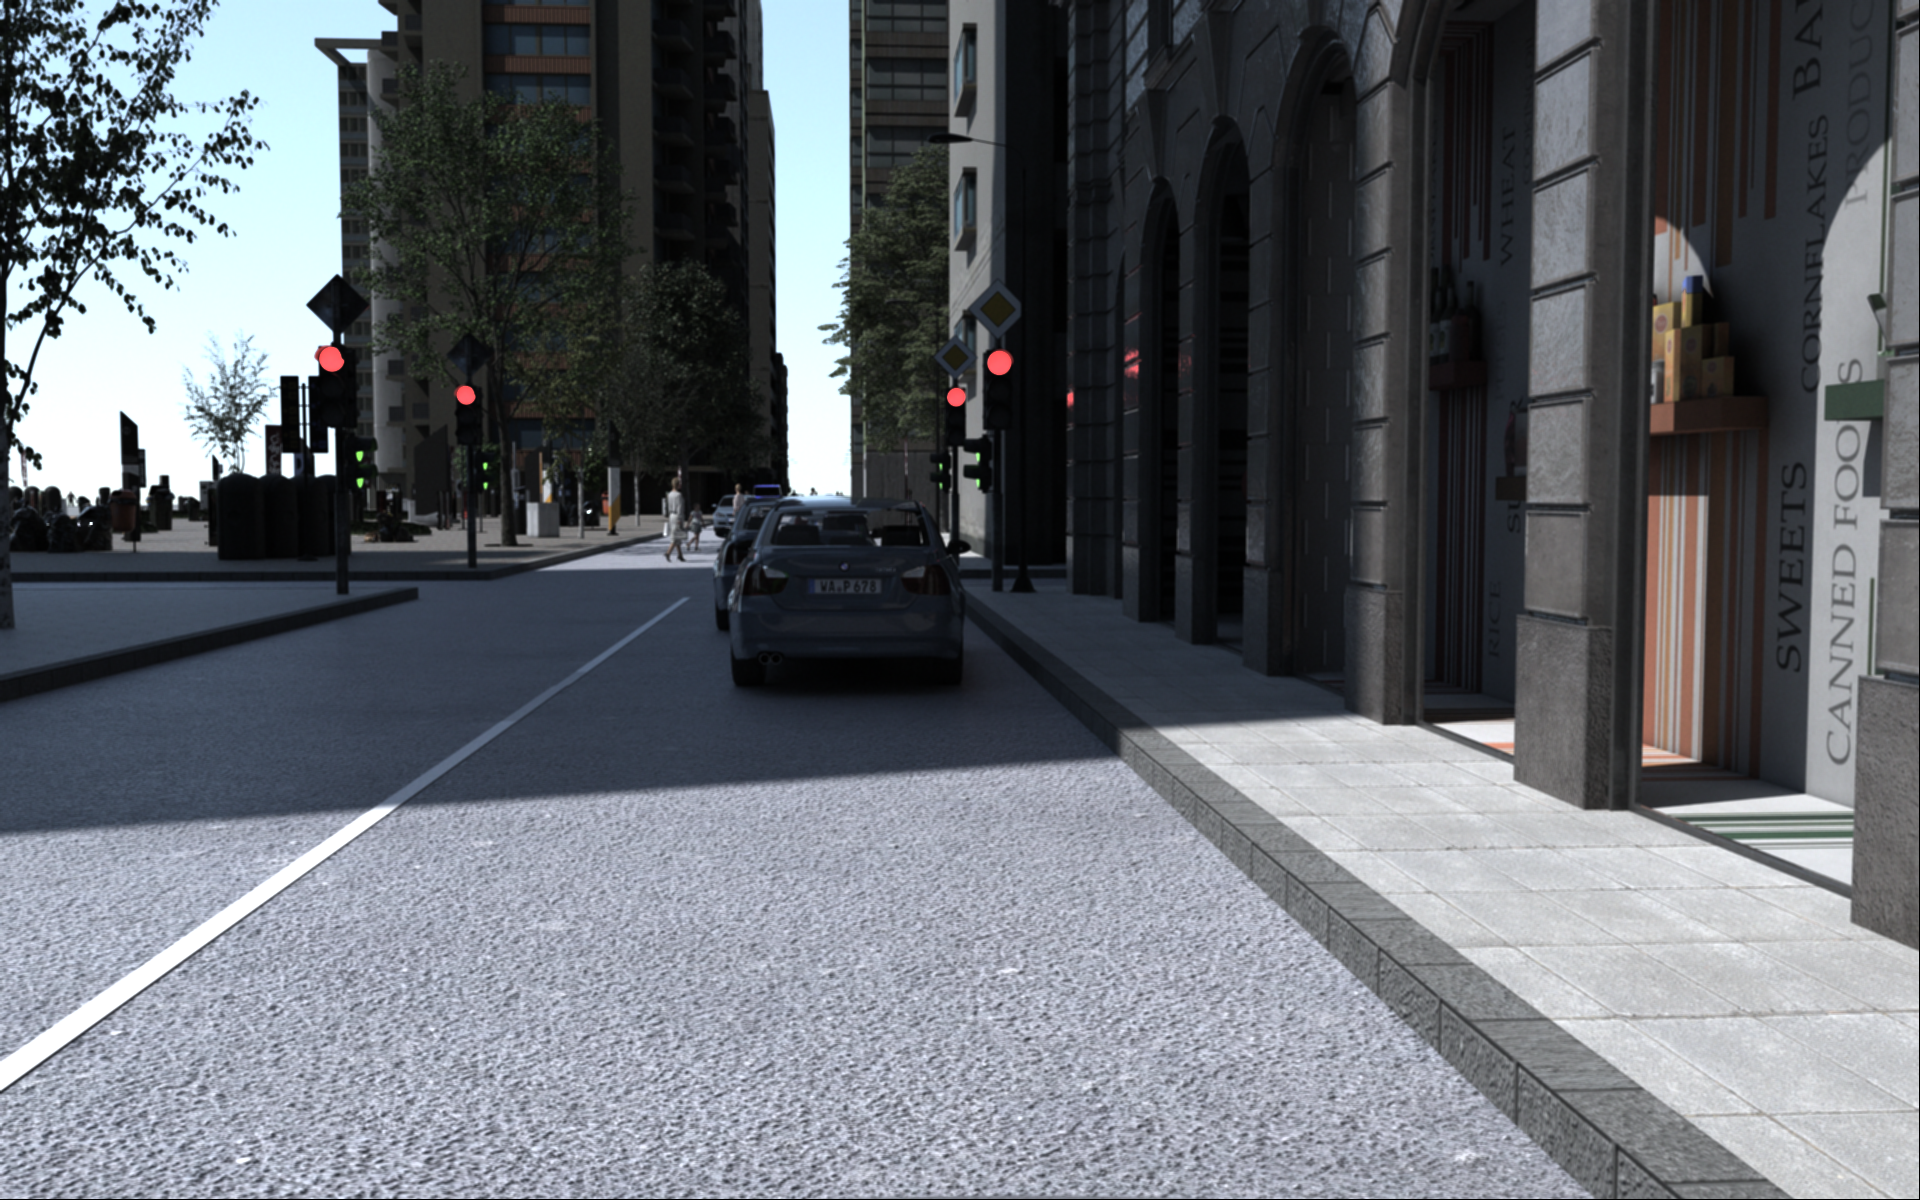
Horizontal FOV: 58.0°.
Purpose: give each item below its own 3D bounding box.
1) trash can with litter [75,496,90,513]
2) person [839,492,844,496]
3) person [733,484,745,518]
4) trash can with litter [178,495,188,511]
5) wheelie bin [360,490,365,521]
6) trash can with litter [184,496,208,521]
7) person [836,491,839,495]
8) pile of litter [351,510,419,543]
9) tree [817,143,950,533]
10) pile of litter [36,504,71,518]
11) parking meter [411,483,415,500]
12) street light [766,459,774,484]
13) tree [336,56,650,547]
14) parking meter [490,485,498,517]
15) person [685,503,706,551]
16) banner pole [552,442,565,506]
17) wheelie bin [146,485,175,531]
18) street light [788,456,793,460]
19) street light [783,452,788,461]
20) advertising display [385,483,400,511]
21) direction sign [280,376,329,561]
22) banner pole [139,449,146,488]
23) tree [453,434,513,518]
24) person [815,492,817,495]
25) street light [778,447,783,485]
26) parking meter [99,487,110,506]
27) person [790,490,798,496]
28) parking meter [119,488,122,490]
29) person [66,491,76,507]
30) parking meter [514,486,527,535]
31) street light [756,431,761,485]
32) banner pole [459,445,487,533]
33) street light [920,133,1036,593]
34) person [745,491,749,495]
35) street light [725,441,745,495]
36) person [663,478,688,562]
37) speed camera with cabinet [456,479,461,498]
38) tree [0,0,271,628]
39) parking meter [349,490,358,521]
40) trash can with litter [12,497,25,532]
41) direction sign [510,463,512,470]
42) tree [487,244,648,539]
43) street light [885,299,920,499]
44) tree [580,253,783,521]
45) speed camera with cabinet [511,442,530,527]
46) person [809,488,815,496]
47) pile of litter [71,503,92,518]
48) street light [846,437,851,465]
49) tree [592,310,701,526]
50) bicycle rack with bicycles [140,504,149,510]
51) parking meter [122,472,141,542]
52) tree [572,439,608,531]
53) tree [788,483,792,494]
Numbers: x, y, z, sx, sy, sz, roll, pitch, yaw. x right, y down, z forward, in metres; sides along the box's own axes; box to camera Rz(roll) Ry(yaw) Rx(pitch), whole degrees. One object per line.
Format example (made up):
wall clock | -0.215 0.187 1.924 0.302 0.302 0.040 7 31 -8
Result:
trash can with litter | -47.102 -5.017 93.420 0.624 1.170 1.055 1 4 16
person | -15.516 -13.323 226.863 0.617 1.759 0.750 1 4 9
person | -6.665 -2.712 53.505 0.598 1.740 0.731 1 4 11
trash can with litter | -43.536 -5.214 96.307 2.233 1.210 1.678 0 3 0
wheelie bin | -27.466 -4.332 78.732 0.693 1.594 0.980 -3 5 -44
trash can with litter | -35.907 -4.291 81.551 0.624 1.170 1.055 2 4 33
person | -17.588 -14.690 248.309 1.348 1.869 0.705 -3 5 -43
pile of litter | -15.337 -1.965 46.098 1.719 0.858 1.176 -1 4 -10
tree | -0.947 -8.481 56.785 7.486 12.596 7.792 0 3 0
pile of litter | -41.573 -3.944 78.450 1.719 0.858 1.176 0 4 1
parking meter | -25.512 -4.623 81.300 0.399 1.863 0.255 0 4 5
street light | -17.007 -10.822 149.475 1.470 5.913 1.316 0 4 -4
tree | -11.221 -7.123 42.209 9.928 11.665 9.643 0 3 0
parking meter | -26.222 -5.615 97.521 0.399 1.863 0.255 1 4 22
person | -6.674 -1.854 43.821 0.382 1.210 0.505 3 4 39
banner pole | -19.137 -5.663 82.615 0.863 3.779 0.401 0 4 7
wheelie bin | -28.154 -3.253 61.091 0.693 1.594 0.980 3 5 41
street light | -21.451 -14.567 210.717 1.470 5.913 1.316 0 4 -4
street light | -19.841 -13.270 189.505 1.470 5.913 1.316 0 4 -4
advertising display | -33.522 -5.942 102.360 0.974 1.923 0.123 1 4 17
direction sign | -12.543 -2.520 33.192 0.876 3.537 0.379 0 4 -2
banner pole | -39.799 -5.752 84.068 0.401 3.779 0.863 1 4 18
tree | -25.831 -6.729 93.730 4.285 4.588 4.351 0 3 0
person | -17.567 -12.456 212.879 0.721 1.743 1.217 1 4 18
street light | -18.505 -12.118 170.662 1.470 5.913 1.316 0 4 -4
parking meter | -31.559 -3.396 63.934 0.372 1.533 0.369 0 3 0
person | -14.682 -8.865 153.426 1.348 1.826 0.705 1 4 13
parking meter | -32.036 -3.549 66.435 0.372 1.533 0.369 0 3 0
person | -92.848 -10.509 180.874 0.990 1.755 0.434 0 4 -4
parking meter | -13.874 -2.827 54.626 0.372 1.533 0.369 0 3 0
street light | -15.415 -9.526 128.294 1.470 5.913 1.316 0 4 -4
banner pole | -16.161 -4.141 57.715 0.863 3.779 0.401 2 4 28
street light | 0.284 -3.055 22.484 1.470 5.913 1.316 0 4 -4
person | -12.791 -5.718 103.803 0.330 1.601 0.589 0 3 0
street light | -13.947 -8.230 107.105 1.470 5.913 1.316 0 4 -4
person | -6.053 -1.702 36.677 0.624 1.780 0.694 -2 4 -30
speed camera with cabinet | -30.493 -6.681 103.565 2.038 3.252 0.660 -1 4 -15
tree | -8.995 -4.046 16.520 4.360 8.622 3.978 0 3 0
parking meter | -24.417 -3.918 69.770 0.255 1.863 0.399 -3 5 -42
trash can with litter | -23.373 -1.981 43.450 1.678 1.210 2.233 -1 4 -11
direction sign | -23.531 -6.018 90.383 0.379 3.537 0.876 -2 4 -30
tree | -11.143 -6.073 49.648 4.737 8.622 4.395 0 3 0
street light | -1.078 -4.215 41.459 1.470 5.913 1.316 0 4 -4
tree | -13.258 -10.125 82.557 9.611 12.733 9.660 0 3 0
speed camera with cabinet | -17.019 -4.399 66.263 0.660 3.252 2.038 0 4 1
person | -8.424 -5.483 98.418 0.850 1.792 0.678 0 4 3
pile of litter | -43.933 -4.448 86.694 1.176 0.858 1.719 -2 4 -32
street light | -8.172 -10.191 139.161 1.470 5.913 1.316 0 4 -4
tree | -12.751 -7.256 68.997 4.360 8.622 3.978 0 3 0
bicycle rack with bicycles | -43.795 -4.893 93.378 2.925 0.926 2.852 1 4 9
parking meter | -22.352 -2.510 46.746 0.255 1.863 0.399 1 4 18
tree | -12.905 -4.085 61.399 1.663 3.219 1.824 0 3 0
tree | -26.364 -16.444 263.459 1.663 3.219 1.824 0 3 0
